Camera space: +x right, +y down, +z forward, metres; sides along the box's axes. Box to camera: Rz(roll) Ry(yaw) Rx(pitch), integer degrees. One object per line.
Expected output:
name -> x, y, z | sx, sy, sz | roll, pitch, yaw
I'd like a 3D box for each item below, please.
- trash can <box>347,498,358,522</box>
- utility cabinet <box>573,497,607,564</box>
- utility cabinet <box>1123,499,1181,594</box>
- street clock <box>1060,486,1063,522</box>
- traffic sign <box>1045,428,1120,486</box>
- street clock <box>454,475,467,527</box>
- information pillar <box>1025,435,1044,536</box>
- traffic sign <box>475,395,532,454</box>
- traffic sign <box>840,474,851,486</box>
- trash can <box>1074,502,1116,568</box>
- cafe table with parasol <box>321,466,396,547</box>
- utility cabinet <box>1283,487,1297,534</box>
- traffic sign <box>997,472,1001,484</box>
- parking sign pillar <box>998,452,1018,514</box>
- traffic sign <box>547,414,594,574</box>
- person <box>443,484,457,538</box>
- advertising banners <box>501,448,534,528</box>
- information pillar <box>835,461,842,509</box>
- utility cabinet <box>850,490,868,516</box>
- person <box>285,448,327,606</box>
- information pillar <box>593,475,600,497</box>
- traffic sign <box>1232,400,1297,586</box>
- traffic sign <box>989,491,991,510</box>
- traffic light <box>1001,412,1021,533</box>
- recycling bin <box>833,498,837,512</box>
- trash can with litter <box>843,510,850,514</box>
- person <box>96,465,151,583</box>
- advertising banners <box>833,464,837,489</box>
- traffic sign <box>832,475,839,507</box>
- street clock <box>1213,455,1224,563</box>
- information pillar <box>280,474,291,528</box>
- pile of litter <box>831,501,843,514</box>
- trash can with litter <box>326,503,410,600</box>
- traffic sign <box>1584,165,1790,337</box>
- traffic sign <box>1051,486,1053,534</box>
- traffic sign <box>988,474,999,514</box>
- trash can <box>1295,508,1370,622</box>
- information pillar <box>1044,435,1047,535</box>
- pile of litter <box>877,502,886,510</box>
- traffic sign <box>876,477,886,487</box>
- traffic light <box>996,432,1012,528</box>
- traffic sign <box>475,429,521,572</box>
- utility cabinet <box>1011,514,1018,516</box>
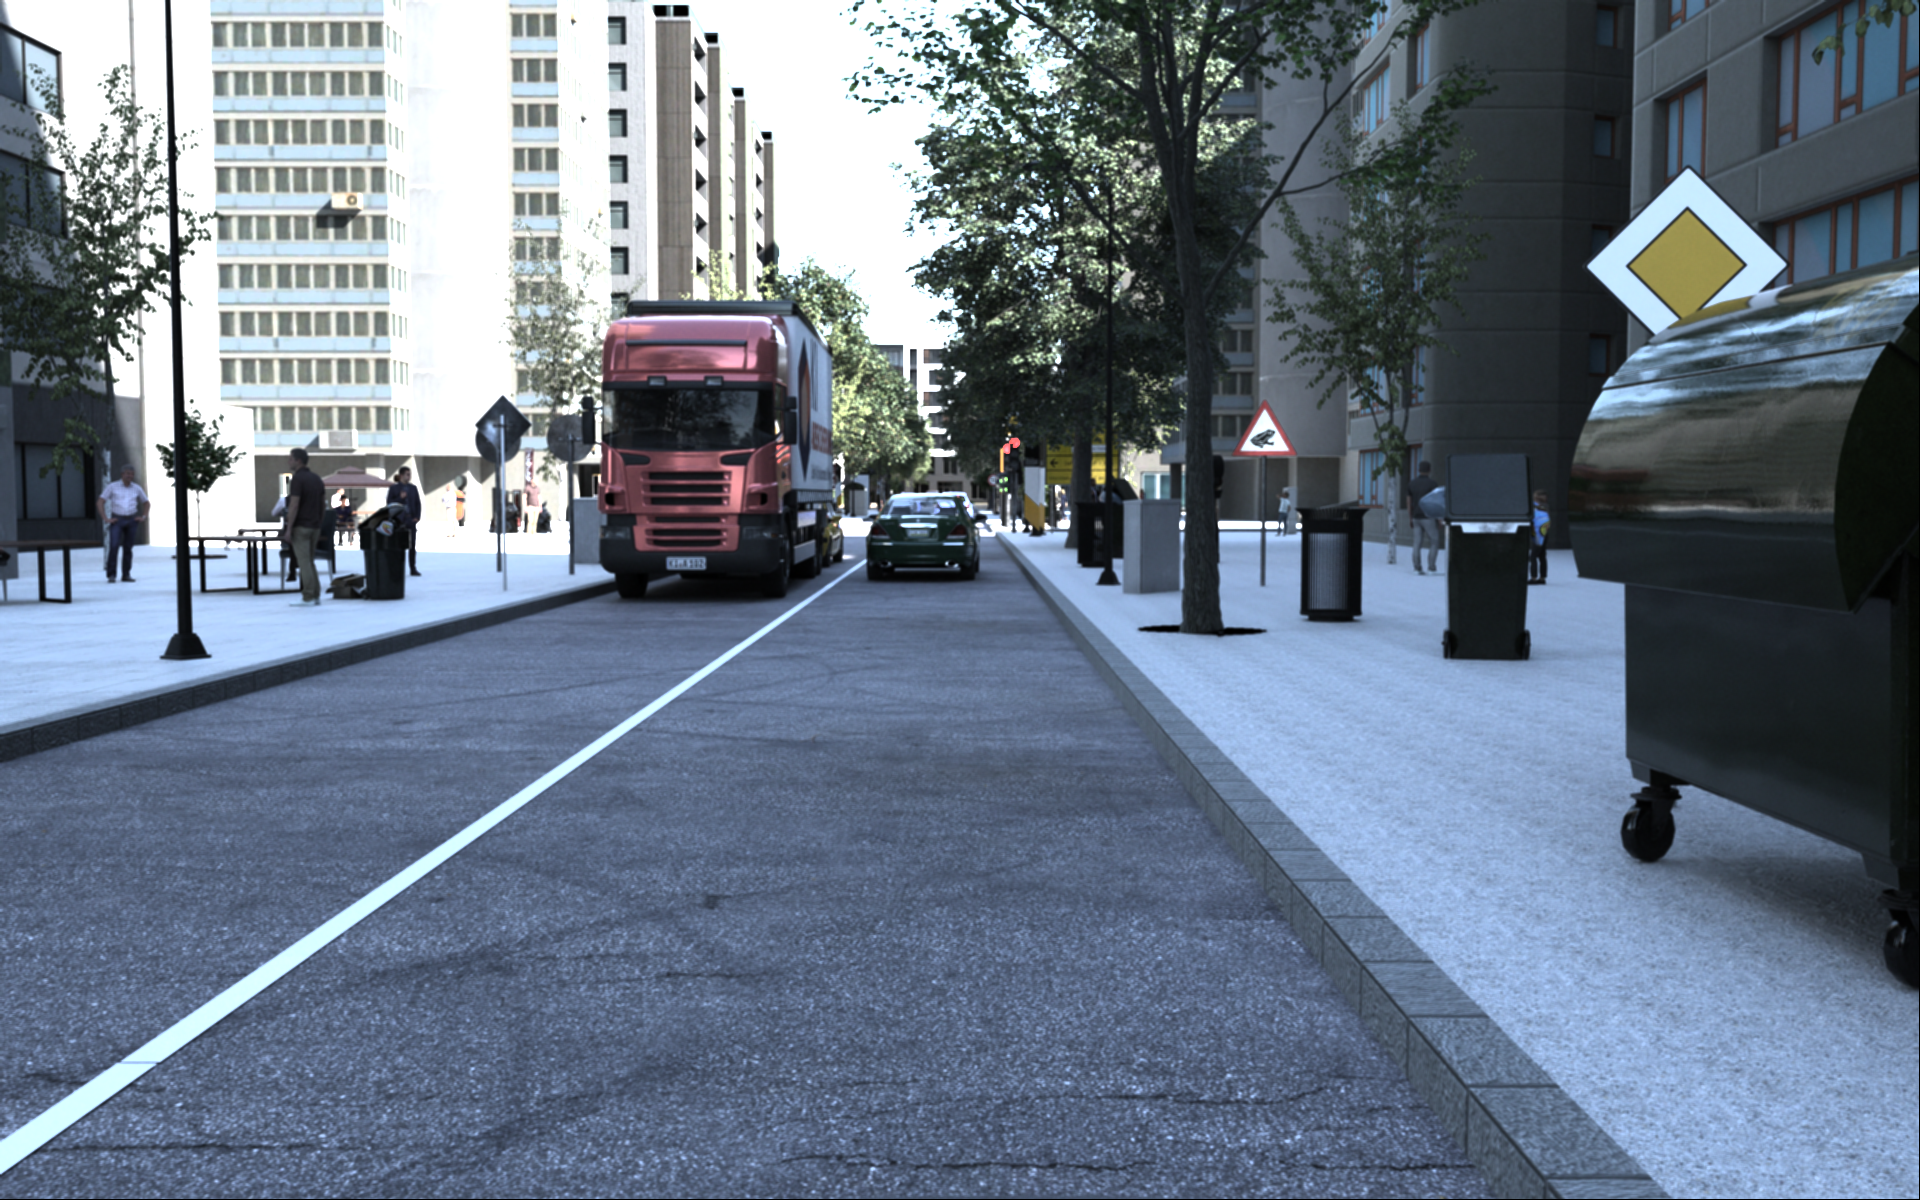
trash can -> -23.175, -3.304, 65.672 | 0.748, 1.137, 0.748 | 0, 3, 0
utility cabinet -> -6.626, -1.262, 31.804 | 1.020, 1.237, 0.306 | 1, 4, 19
utility cabinet -> 2.511, -0.705, 22.689 | 0.306, 1.237, 1.020 | 3, 4, 37
street clock -> 4.484, -4.524, 78.543 | 0.358, 2.002, 0.471 | -1, 4, -9
traffic sign -> 3.708, -3.586, 52.511 | 2.265, 3.308, 0.079 | 0, 4, 8
street clock -> -19.204, -3.798, 66.669 | 0.471, 2.002, 0.358 | 2, 4, 34
information pillar -> 2.206, -3.743, 52.552 | 0.504, 3.616, 0.183 | 2, 4, 26
traffic sign -> -6.071, -1.424, 23.011 | 0.795, 2.593, 0.064 | 1, 4, 9
traffic sign -> -7.028, -6.595, 107.829 | 0.884, 2.594, 0.081 | 0, 4, 6
trash can -> 2.370, -1.148, 30.427 | 0.748, 1.137, 0.748 | 0, 3, 0
cafe table with parasol -> -14.969, -2.306, 42.565 | 2.610, 1.966, 2.610 | 2, 4, 29
utility cabinet -> 10.543, -2.858, 55.412 | 0.318, 1.500, 1.173 | 0, 4, 3
traffic sign -> 2.486, -6.052, 99.050 | 0.768, 2.556, 0.104 | 0, 4, 8
parking sign pillar -> 3.136, -7.483, 110.817 | 1.447, 3.967, 1.447 | -1, 4, -20
traffic sign -> -6.202, -1.681, 27.598 | 0.768, 2.556, 0.104 | 0, 4, 2
person -> -14.902, -2.597, 50.567 | 0.319, 1.574, 0.516 | 1, 4, 17
advertising banners -> -16.867, -4.262, 65.867 | 2.074, 3.025, 0.090 | 3, 4, 37
information pillar -> -8.468, -7.881, 120.213 | 0.504, 3.616, 0.183 | -1, 4, -11
utility cabinet -> -5.837, -5.576, 99.851 | 1.173, 1.500, 0.318 | 3, 5, 40
person -> -7.555, -0.841, 19.919 | 0.434, 1.807, 0.598 | 2, 4, 24
information pillar -> -13.757, -3.757, 65.921 | 0.304, 2.012, 0.304 | 1, 4, 23
traffic sign -> 4.225, -1.473, 24.095 | 0.884, 2.594, 0.081 | 0, 4, 4
traffic sign -> 2.358, -8.314, 136.036 | 0.768, 2.556, 0.104 | 0, 4, 6
traffic light -> 1.759, -4.166, 57.039 | 0.839, 4.253, 0.868 | 0, 3, 0
recycling bin -> -8.402, -6.124, 112.683 | 0.722, 1.027, 0.722 | 0, 4, 2
trash can with litter -> -7.428, -6.323, 114.441 | 1.678, 1.210, 2.233 | -1, 4, -23
person -> -12.195, -1.122, 25.326 | 0.756, 1.711, 0.436 | -3, 4, -38
advertising banners -> -7.943, -6.393, 100.721 | 2.074, 3.025, 0.090 | 3, 4, 38
traffic sign -> -7.842, -6.503, 106.427 | 0.768, 2.556, 0.104 | 0, 4, 4
street clock -> 4.701, -1.687, 32.150 | 0.358, 2.002, 0.471 | -1, 4, -15
information pillar -> -25.299, -3.701, 65.011 | 0.304, 2.012, 0.304 | 3, 4, 37
pile of litter -> -7.890, -5.830, 109.293 | 1.719, 0.858, 1.176 | 0, 4, -5
trash can with litter -> -7.249, -0.595, 21.117 | 1.055, 1.170, 0.624 | 1, 4, 16
traffic sign -> 2.934, -0.445, 7.004 | 0.795, 2.593, 0.064 | 0, 4, 6
traffic sign -> 2.971, -3.416, 55.862 | 0.884, 2.594, 0.081 | 0, 4, 7
traffic sign -> 2.127, -6.701, 109.669 | 0.768, 2.556, 0.104 | 0, 4, 2
trash can -> 3.762, -0.360, 17.540 | 0.748, 1.137, 0.748 | 0, 3, 0
information pillar -> 2.472, -3.859, 54.454 | 0.504, 3.616, 0.183 | 3, 4, 37
pile of litter -> -6.042, -7.602, 138.263 | 1.176, 0.858, 1.719 | 0, 4, -8
traffic sign -> -5.903, -7.912, 129.093 | 0.795, 2.593, 0.064 | 0, 4, 8
traffic light -> 1.771, -4.655, 65.024 | 0.839, 4.253, 0.868 | 0, 3, 0
traffic sign -> -7.619, -1.741, 28.569 | 0.768, 2.556, 0.104 | 0, 4, 4
utility cabinet -> 3.081, -5.639, 100.883 | 1.173, 1.500, 0.318 | 0, 4, -8
